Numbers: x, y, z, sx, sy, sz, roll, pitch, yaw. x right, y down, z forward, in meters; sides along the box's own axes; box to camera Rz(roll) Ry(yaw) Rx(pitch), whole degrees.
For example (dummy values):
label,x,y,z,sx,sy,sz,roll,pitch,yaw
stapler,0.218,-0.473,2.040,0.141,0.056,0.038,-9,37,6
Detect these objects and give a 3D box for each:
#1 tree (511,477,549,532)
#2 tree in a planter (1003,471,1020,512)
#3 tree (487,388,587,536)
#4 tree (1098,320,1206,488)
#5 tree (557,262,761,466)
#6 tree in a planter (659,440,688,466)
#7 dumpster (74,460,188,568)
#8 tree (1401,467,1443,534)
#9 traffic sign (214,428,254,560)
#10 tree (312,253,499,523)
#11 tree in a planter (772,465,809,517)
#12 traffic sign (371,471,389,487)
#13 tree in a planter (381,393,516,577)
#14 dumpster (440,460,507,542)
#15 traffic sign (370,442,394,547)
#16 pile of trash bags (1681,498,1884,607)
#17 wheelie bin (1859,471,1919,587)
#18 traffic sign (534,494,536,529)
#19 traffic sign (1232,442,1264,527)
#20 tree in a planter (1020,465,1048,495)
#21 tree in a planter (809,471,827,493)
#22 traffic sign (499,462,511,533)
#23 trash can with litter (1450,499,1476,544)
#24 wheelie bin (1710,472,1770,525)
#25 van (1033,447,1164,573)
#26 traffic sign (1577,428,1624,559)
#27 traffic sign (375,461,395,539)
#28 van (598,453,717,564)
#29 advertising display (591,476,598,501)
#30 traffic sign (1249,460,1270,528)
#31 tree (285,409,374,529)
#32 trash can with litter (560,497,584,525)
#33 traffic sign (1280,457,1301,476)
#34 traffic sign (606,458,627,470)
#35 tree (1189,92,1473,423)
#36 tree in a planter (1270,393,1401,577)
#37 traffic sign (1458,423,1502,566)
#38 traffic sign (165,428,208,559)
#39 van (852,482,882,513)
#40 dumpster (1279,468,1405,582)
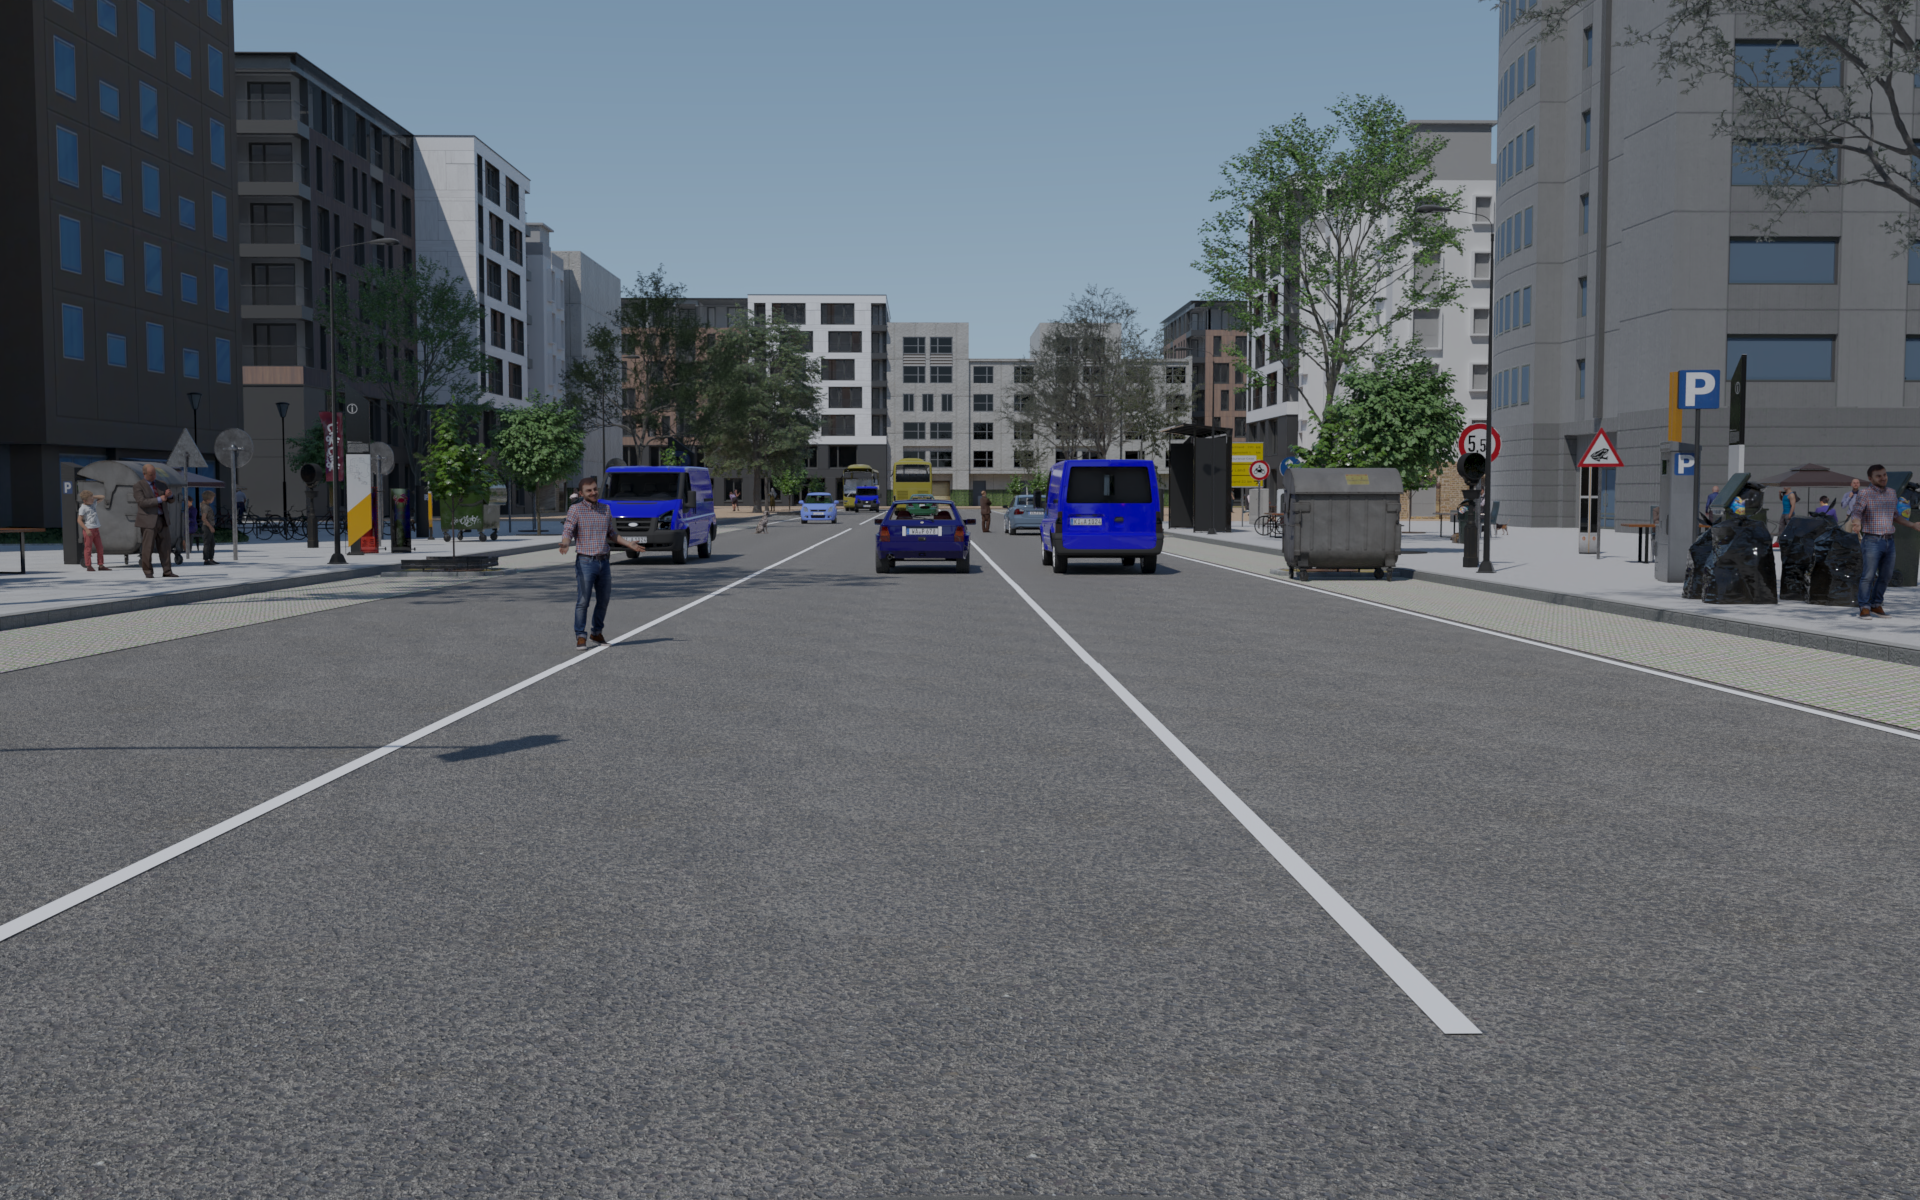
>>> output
label,x,y,z,sx,sy,sz,roll,pitch,yaw
tree,-14.669,-3.932,58.890,1.663,3.219,1.824,0,3,0
tree in a planter,4.350,-8.405,134.645,1.991,3.239,1.994,0,4,-1
tree,-13.030,-4.274,53.595,4.285,4.588,4.351,0,3,0
tree,8.060,-7.547,73.750,4.360,8.622,3.978,0,3,0
tree,-12.898,-8.280,69.784,7.601,10.594,8.767,2,4,26
tree in a planter,-9.574,-3.694,57.622,1.991,3.239,1.994,0,4,-1
dumpster,-14.670,-1.523,30.666,1.264,1.857,1.865,0,4,-1
tree,14.603,-3.778,56.366,1.663,3.219,1.824,0,3,0
traffic sign,-14.022,-2.039,33.449,0.768,2.556,0.104,0,4,1
tree,-24.069,-9.201,76.187,9.928,11.665,9.643,0,3,0
tree in a planter,-10.616,-6.742,107.460,1.991,3.239,1.994,0,4,-1
traffic sign,-15.709,-2.833,46.319,0.884,2.594,0.081,0,4,6
tree in a planter,-8.997,-2.047,30.685,1.991,3.239,1.994,0,4,-1
dumpster,-13.258,-2.719,46.946,1.502,2.255,1.985,0,4,-1
traffic sign,-14.178,-2.576,42.230,0.768,2.556,0.104,0,4,4
pile of trash bags,10.379,-0.651,20.403,3.447,1.369,1.912,1,4,22
wheelie bin,12.987,-0.994,24.168,0.693,1.594,0.980,-1,4,-14
traffic sign,-15.547,-3.865,63.297,0.768,2.556,0.104,0,4,4
traffic sign,10.705,-4.506,67.550,2.265,3.308,0.079,0,4,6
tree in a planter,4.938,-6.757,107.698,1.991,3.239,1.994,0,4,-1
tree in a planter,-11.195,-8.393,134.455,1.991,3.239,1.994,0,4,-1
traffic sign,-15.000,-3.520,57.661,0.768,2.556,0.104,0,4,3
trash can with litter,13.027,-2.051,44.925,0.624,1.170,1.055,-1,4,-10
wheelie bin,11.477,-1.076,25.501,0.693,1.594,0.980,0,4,5
van,2.596,-1.747,32.944,2.240,2.365,5.245,0,4,-1
traffic sign,12.537,-2.076,33.949,0.884,2.594,0.081,0,4,8
traffic sign,-16.355,-2.987,48.951,0.768,2.556,0.104,0,4,5
van,-6.522,-2.000,37.087,2.240,2.365,5.245,0,3,0
advertising display,-12.911,-3.420,61.135,0.123,1.923,0.974,0,4,-5
traffic sign,11.150,-3.941,64.546,0.768,2.556,0.104,0,4,7
tree,-23.016,-4.914,64.051,4.285,4.588,4.351,0,3,0
trash can with litter,-16.137,-3.731,72.394,1.055,1.170,0.624,-3,5,-40
traffic sign,11.248,-3.597,58.915,0.768,2.556,0.104,0,4,6
traffic sign,-12.111,-3.728,61.062,0.768,2.556,0.104,0,4,1
tree,9.616,-7.306,45.206,9.928,11.665,9.643,0,3,0
tree in a planter,6.549,-2.039,30.559,1.991,3.239,1.994,0,4,-1
traffic sign,9.286,-1.891,31.031,0.768,2.556,0.104,0,4,4
traffic sign,-15.259,-2.089,34.153,0.884,2.594,0.081,0,4,5
van,-7.200,-7.951,134.391,2.240,2.365,5.245,0,4,-3
dumpster,6.285,-1.247,28.606,1.865,1.857,1.264,0,3,0
